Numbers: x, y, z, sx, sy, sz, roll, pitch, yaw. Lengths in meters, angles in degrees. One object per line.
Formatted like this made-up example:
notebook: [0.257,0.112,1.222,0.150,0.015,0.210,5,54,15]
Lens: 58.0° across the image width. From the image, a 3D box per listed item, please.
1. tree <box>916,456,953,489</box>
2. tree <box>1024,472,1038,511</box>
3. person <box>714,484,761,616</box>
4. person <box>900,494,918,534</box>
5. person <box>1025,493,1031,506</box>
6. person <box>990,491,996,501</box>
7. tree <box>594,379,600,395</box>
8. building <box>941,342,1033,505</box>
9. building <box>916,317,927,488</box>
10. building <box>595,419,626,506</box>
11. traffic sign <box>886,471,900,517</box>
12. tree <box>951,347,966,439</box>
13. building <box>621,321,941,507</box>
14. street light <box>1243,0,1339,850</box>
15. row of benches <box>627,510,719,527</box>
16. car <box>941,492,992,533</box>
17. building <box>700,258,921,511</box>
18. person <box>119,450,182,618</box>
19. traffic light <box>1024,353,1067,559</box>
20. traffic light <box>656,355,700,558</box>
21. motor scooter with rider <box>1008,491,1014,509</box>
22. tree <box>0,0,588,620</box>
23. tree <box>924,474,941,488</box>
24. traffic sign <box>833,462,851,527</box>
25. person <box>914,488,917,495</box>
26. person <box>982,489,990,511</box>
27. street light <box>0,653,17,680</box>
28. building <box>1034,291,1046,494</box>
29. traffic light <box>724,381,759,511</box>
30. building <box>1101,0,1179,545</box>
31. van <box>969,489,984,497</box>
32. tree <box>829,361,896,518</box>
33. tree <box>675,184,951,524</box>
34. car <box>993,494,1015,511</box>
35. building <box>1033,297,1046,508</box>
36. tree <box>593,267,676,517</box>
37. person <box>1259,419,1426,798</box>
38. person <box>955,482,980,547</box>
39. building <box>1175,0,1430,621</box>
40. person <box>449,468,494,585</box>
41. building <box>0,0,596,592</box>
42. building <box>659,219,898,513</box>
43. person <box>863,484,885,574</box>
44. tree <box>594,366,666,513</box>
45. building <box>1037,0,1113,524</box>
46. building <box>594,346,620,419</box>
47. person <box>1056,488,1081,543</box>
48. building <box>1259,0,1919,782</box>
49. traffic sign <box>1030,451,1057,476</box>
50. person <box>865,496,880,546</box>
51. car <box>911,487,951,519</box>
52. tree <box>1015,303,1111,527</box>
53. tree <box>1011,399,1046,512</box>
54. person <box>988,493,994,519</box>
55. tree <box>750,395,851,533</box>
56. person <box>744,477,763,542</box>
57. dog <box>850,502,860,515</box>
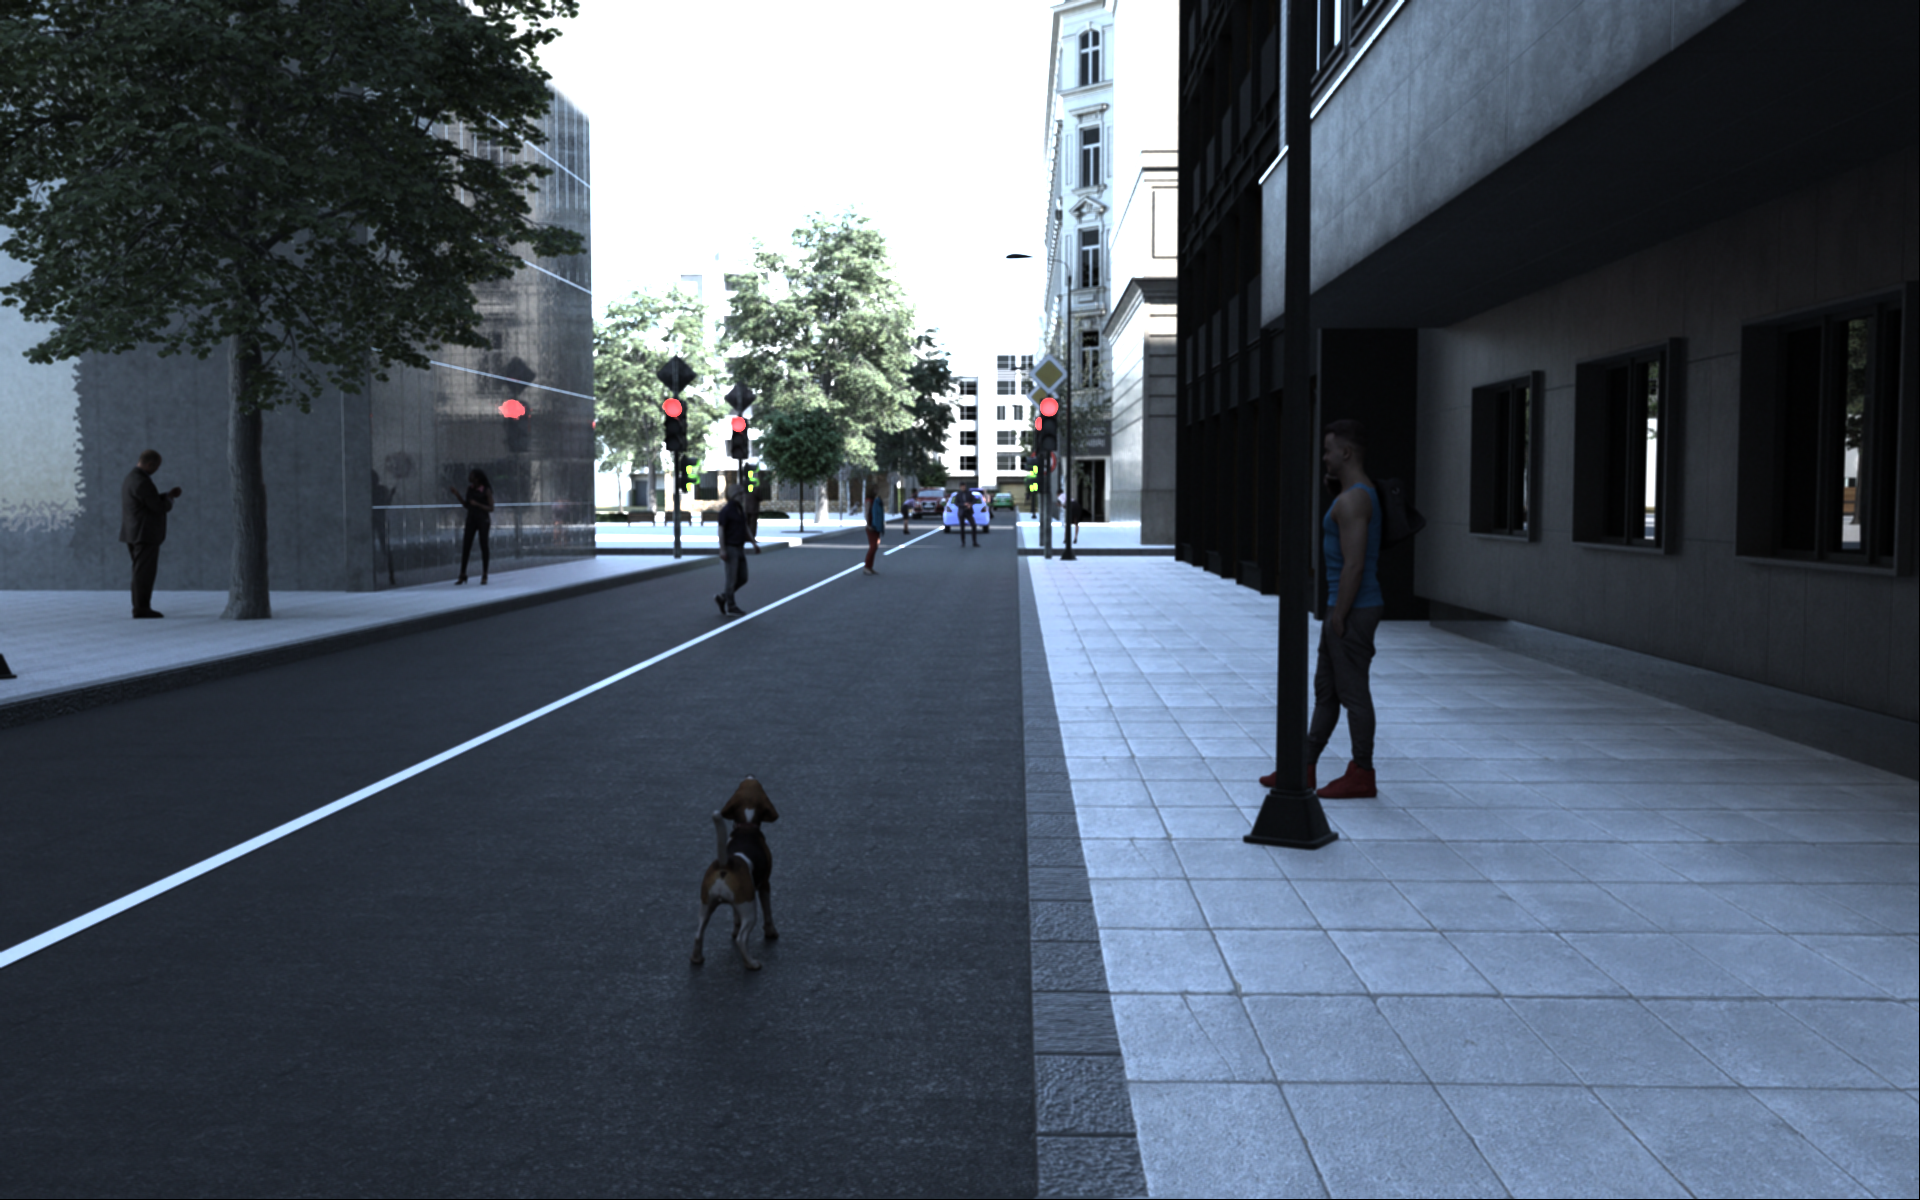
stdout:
tree: [-2.275,-10.208,150.618,4.285,4.588,4.351,0,3,0]
tree: [5.371,-8.409,132.088,1.663,3.219,1.824,0,3,0]
person: [-2.673,-0.599,20.500,0.569,1.553,0.471,-2,4,-34]
person: [-1.823,-3.074,61.999,0.697,1.427,0.421,-2,4,-33]
person: [7.176,-10.889,184.519,0.683,1.767,0.568,-1,4,-16]
person: [3.561,-10.860,186.769,1.217,1.736,0.721,2,4,32]
tree: [-21.842,-9.855,86.891,9.928,11.665,9.643,0,3,0]
building: [2.803,-20.981,209.493,31.486,18.905,16.747,0,4,2]
building: [-11.135,-19.028,167.535,16.016,20.091,11.380,0,4,2]
building: [-48.162,-15.186,190.442,28.070,9.664,9.099,0,4,2]
traffic sign: [-3.733,-5.911,96.759,0.768,2.556,0.104,0,4,4]
tree: [-4.330,-12.483,110.745,9.857,13.997,8.962,0,3,0]
building: [-18.386,-19.520,185.616,31.486,18.905,16.747,0,4,2]
street light: [0.687,-2.063,6.267,1.470,5.913,1.316,0,4,2]
row of benches: [-11.328,-3.275,69.016,4.104,0.672,1.422,-1,4,-13]
car: [0.243,-3.390,65.022,1.945,1.707,3.694,0,3,0]
building: [-12.519,-17.107,146.151,16.747,18.905,31.486,0,4,2]
person: [-8.403,-0.689,18.001,0.565,1.739,0.600,2,4,28]
traffic light: [1.732,-2.754,34.265,0.839,4.213,0.868,0,4,2]
traffic light: [-5.626,-2.767,34.486,0.839,4.213,0.868,0,4,2]
motor scooter with rider: [4.840,-9.732,168.087,0.876,1.779,1.986,0,4,1]
tree: [-7.370,-6.104,17.931,7.486,12.596,7.792,0,3,0]
tree: [-2.615,-9.238,145.649,1.663,3.219,1.824,0,3,0]
traffic sign: [-4.663,-4.138,67.756,0.768,2.556,0.104,1,4,10]
person: [-3.678,-8.119,139.474,0.721,1.739,1.217,-1,4,-22]
person: [1.043,-3.823,72.482,0.415,1.643,0.593,0,4,-2]
street light: [-6.219,-2.403,11.832,1.470,5.913,1.316,0,4,2]
building: [14.378,-17.494,142.440,16.016,20.091,11.380,0,4,2]
traffic light: [-5.368,-3.255,42.467,0.839,4.213,0.868,0,4,2]
building: [19.018,-13.240,49.758,30.059,22.955,16.112,0,4,2]
van: [1.874,-11.454,191.651,2.240,2.365,5.245,0,4,1]
tree: [-5.236,-8.740,93.255,4.360,8.622,3.978,0,3,0]
tree: [-5.894,-10.187,73.206,9.857,13.997,8.962,0,3,0]
car: [3.829,-8.758,151.997,1.959,1.807,4.718,0,4,3]
building: [15.709,-18.202,164.057,16.747,18.905,31.486,0,4,2]
tree: [-17.451,-11.725,98.359,9.857,13.997,8.962,0,3,0]
person: [1.632,0.031,7.412,0.662,1.594,0.647,0,4,6]
person: [0.205,-2.341,47.228,0.683,1.767,0.568,-1,4,-9]
building: [10.029,-11.918,24.544,12.332,23.373,15.834,0,4,2]
person: [-6.907,-1.041,24.531,0.593,1.643,0.415,-1,4,-23]
building: [-17.400,-12.855,28.201,19.932,24.808,12.078,0,4,2]
building: [-12.362,-16.353,123.785,16.016,20.091,11.380,0,4,2]
person: [-1.544,-1.283,31.176,0.444,1.614,0.593,3,5,43]
tree: [-21.842,-10.807,111.100,8.767,10.594,7.601,-1,4,-22]
building: [13.005,-19.482,94.953,17.030,29.872,44.131,0,4,2]
building: [-28.992,-21.121,211.779,31.486,18.905,16.747,0,4,2]
person: [2.797,-2.197,45.148,0.799,1.438,0.628,1,4,19]
building: [9.509,-12.874,3.995,14.314,27.812,24.014,0,4,2]
traffic sign: [2.293,-2.927,47.965,0.768,2.556,0.104,0,4,6]
person: [-2.390,-2.210,47.872,0.421,1.427,0.697,2,4,31]
car: [-1.604,-5.561,99.594,2.281,1.827,5.304,0,4,3]
tree: [4.240,-7.156,67.360,4.360,8.622,3.978,0,3,0]
tree: [5.643,-10.546,122.785,4.737,8.622,4.395,0,3,0]
person: [1.662,-5.473,100.676,0.600,1.496,0.574,0,4,8]
tree: [-5.326,-4.541,57.956,4.285,4.588,4.351,0,3,0]
person: [-5.477,-2.403,46.021,0.565,1.739,0.600,1,4,10]
dog: [-6.444,-5.476,103.909,0.800,0.831,0.513,2,4,34]
